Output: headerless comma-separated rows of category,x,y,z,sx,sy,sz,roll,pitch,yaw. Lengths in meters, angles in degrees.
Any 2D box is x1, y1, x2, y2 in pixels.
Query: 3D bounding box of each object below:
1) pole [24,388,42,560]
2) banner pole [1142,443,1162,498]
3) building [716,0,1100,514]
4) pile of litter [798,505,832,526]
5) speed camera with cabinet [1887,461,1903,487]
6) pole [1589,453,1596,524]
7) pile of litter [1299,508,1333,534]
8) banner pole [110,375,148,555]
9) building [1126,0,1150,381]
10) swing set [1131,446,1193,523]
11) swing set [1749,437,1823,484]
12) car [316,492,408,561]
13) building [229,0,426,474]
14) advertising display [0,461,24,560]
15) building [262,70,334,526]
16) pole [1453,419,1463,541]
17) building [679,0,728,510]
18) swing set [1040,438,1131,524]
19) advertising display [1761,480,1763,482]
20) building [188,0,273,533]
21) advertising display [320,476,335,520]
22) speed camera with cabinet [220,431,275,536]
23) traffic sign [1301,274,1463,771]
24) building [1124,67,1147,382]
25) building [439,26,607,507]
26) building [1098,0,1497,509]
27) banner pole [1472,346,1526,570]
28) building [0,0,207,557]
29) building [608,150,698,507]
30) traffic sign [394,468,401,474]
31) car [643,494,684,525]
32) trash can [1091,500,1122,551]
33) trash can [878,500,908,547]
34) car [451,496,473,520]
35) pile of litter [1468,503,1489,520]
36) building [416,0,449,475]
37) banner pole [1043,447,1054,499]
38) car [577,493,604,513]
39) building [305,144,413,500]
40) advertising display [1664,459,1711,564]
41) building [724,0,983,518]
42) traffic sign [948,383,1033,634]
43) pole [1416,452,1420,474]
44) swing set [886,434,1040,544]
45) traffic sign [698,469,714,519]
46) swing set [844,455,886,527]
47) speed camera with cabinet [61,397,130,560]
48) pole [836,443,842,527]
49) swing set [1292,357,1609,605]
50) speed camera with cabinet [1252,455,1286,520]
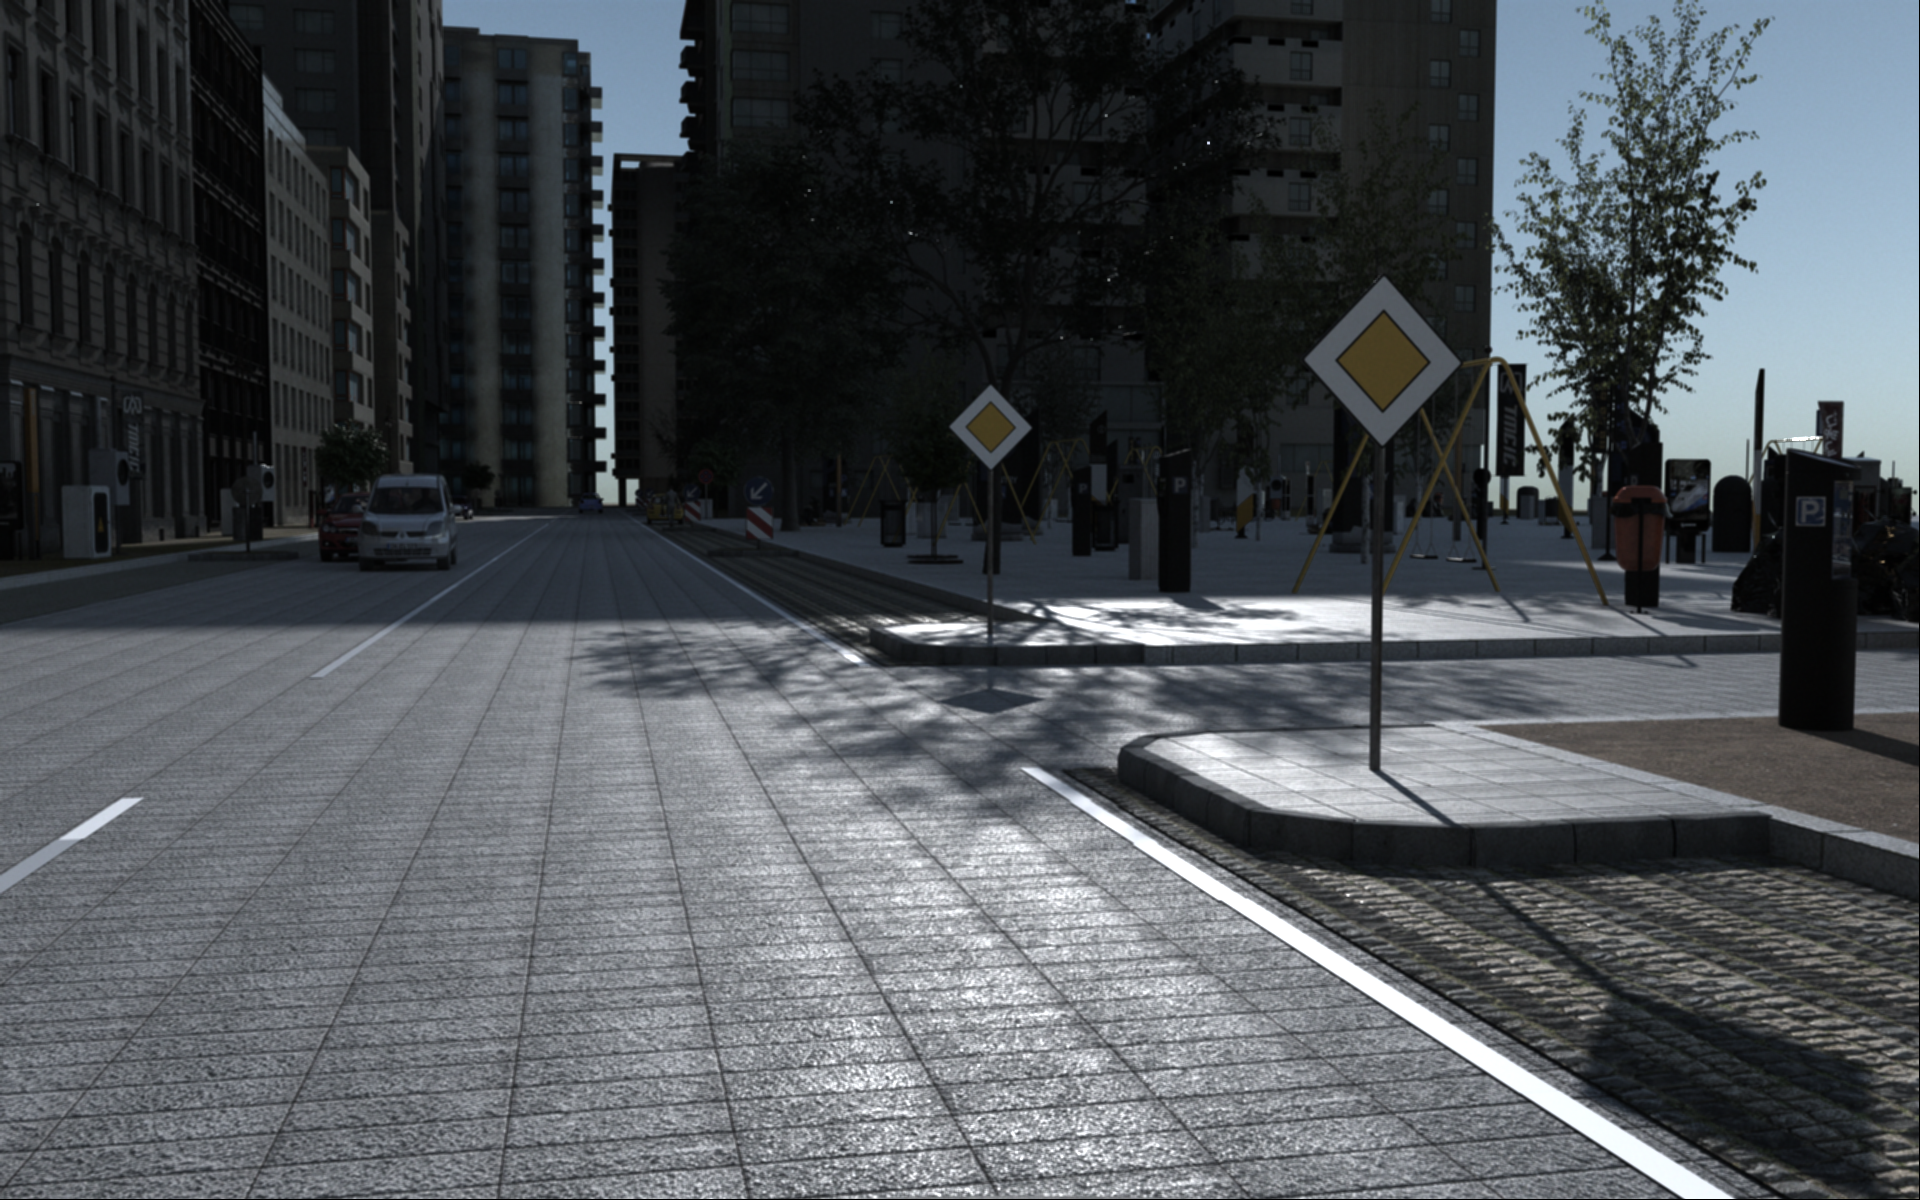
pole,-17.925,-2.424,33.472,0.158,3.312,0.155,0,3,0
banner pole,9.459,-5.771,84.380,0.863,3.779,0.401,-1,4,-9
building,-2.873,-32.665,123.314,28.713,52.752,27.495,-1,4,-12
pile of litter,-5.860,-3.377,69.177,1.719,0.858,1.176,-2,4,-25
speed camera with cabinet,54.997,-6.657,103.181,2.038,3.252,0.660,0,4,-1
pole,26.805,-4.862,73.343,0.158,3.312,0.155,0,3,0
pile of litter,11.673,-2.543,55.543,1.719,0.858,1.176,0,4,-5
banner pole,-17.682,-2.859,36.761,0.401,3.779,0.863,3,5,42
building,15.827,-53.841,192.967,31.000,86.520,22.319,-1,4,-12
swing set,6.208,-3.692,57.992,2.862,2.851,3.119,-1,4,-9
swing set,23.691,-3.138,48.918,2.862,2.851,3.119,0,4,-2
car,-13.048,-1.793,38.358,2.155,1.783,4.494,-1,4,-13
building,-45.089,-26.658,119.455,14.154,41.232,14.086,-1,4,-12
advertising display,-18.574,-1.738,33.626,0.974,1.923,0.123,1,4,23
building,-33.882,-13.461,74.840,10.420,20.320,16.860,-1,4,-12
pole,13.634,-3.279,47.452,0.158,3.312,0.155,0,3,0
building,-12.757,-30.321,150.376,22.147,44.769,28.867,-1,4,-12
swing set,3.032,-3.207,50.062,2.862,2.851,3.119,-1,4,-12
advertising display,37.638,-4.625,80.825,0.974,1.923,0.123,-2,4,-30
building,-31.452,-14.000,58.583,12.332,23.373,15.834,-1,4,-12
advertising display,-22.859,-3.514,62.665,0.123,1.923,0.974,0,4,3
speed camera with cabinet,-22.224,-3.652,54.045,0.660,3.252,2.038,1,4,12
traffic sign,1.927,-0.266,7.994,0.795,2.450,0.064,-1,4,-12
building,8.673,-29.273,162.200,14.086,41.232,14.154,-1,4,-12
building,-52.607,-34.294,180.308,30.456,49.044,23.786,-1,4,-12
building,30.433,-34.874,159.433,27.495,52.752,28.713,-1,4,-12
banner pole,9.166,-2.407,29.379,0.863,3.779,0.401,0,4,8
building,-25.688,-11.824,42.477,9.793,20.994,18.267,-1,4,-12
building,-26.179,-30.476,190.161,23.993,40.220,32.217,-1,4,-12
traffic sign,-28.028,-5.284,86.402,0.884,2.594,0.081,0,4,-7
car,-14.050,-4.417,82.445,2.015,1.641,3.980,-1,4,-10
trash can,3.278,-1.680,39.121,0.748,1.137,0.748,0,3,0
trash can,-1.617,-1.850,41.902,0.748,1.137,0.748,0,3,0
car,-28.217,-5.146,96.722,1.945,1.354,3.894,-1,4,-11
pile of litter,26.050,-4.481,87.224,1.176,0.858,1.719,1,4,19
building,-56.341,-33.730,140.727,27.495,52.752,28.713,-1,4,-12
banner pole,4.685,-6.154,90.630,0.863,3.779,0.401,-2,4,-24
car,-27.762,-7.377,130.199,1.945,1.707,3.694,-1,4,-13
building,-46.845,-15.445,97.562,27.650,21.520,28.899,-1,4,-12
advertising display,13.443,-1.640,32.030,0.974,1.923,0.123,-1,4,-21
building,-6.821,-25.561,101.512,14.154,41.232,14.086,-1,4,-12
traffic sign,0.273,-0.744,15.806,0.795,2.450,0.064,-1,4,-12
pole,22.364,-5.550,84.589,0.158,3.312,0.155,0,3,0
swing set,0.034,-2.893,44.921,2.862,2.851,3.119,-2,4,-23
traffic sign,-12.810,-5.338,87.385,0.768,2.556,0.104,0,4,-6
swing set,-3.041,-4.412,69.749,2.862,2.851,3.119,-1,4,-15
speed camera with cabinet,-17.278,-2.465,34.641,0.660,3.252,2.038,0,4,-6
pole,-4.719,-4.498,67.389,0.158,3.312,0.155,0,3,0
swing set,5.901,-1.450,21.321,2.862,2.851,3.119,0,4,-8
speed camera with cabinet,15.296,-5.670,87.044,2.038,3.252,0.660,2,4,24
